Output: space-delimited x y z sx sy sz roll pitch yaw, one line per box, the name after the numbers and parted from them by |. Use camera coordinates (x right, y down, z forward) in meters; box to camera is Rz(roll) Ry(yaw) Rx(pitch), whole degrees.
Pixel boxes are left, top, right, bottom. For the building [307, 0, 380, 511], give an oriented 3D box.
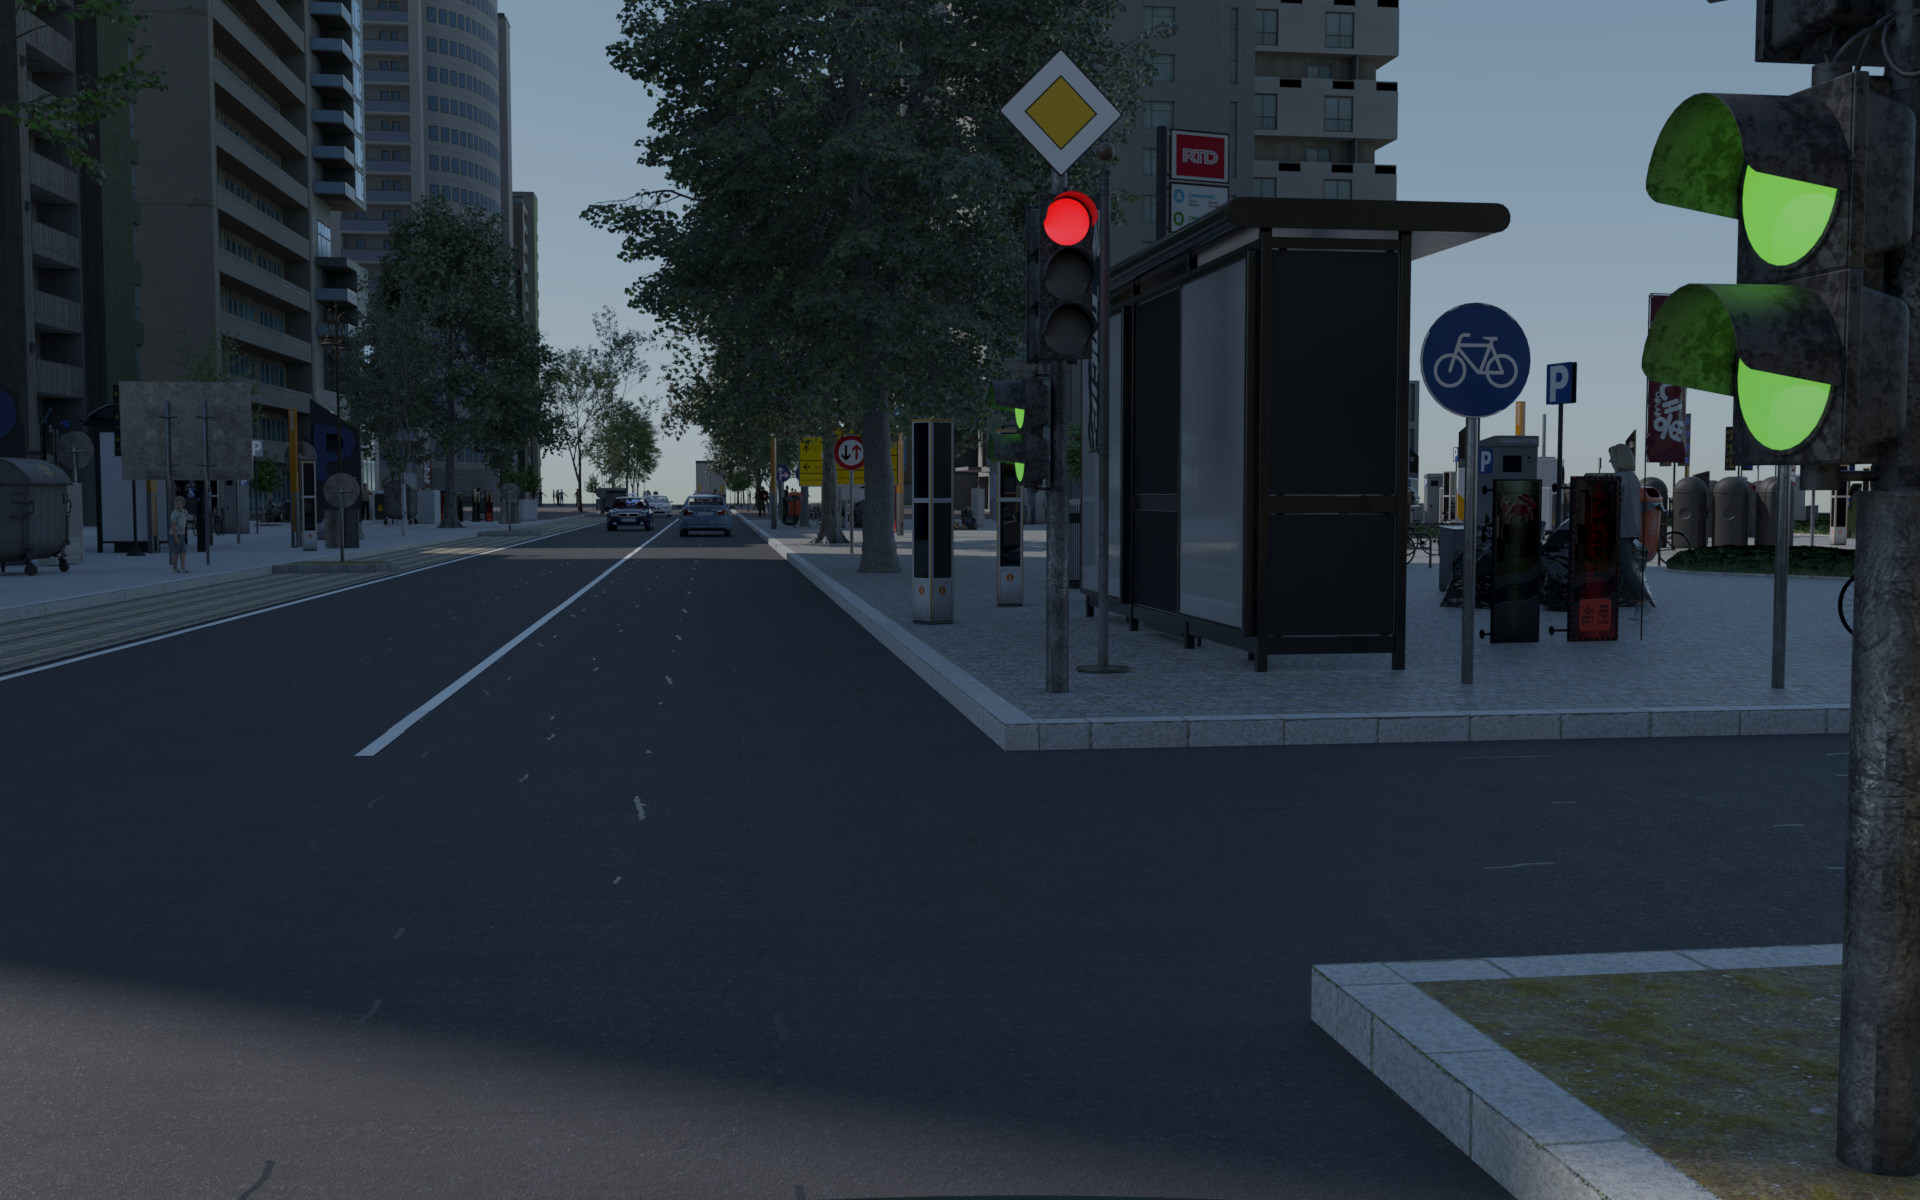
-51.996 -49.102 115.491 22.319 86.520 31.000 -1 4 -8 | building

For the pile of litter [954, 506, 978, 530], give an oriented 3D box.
0.001 -2.936 61.968 1.176 0.858 1.719 3 5 40 | pile of litter

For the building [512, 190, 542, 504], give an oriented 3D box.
-62.868 -33.220 226.744 14.154 41.232 14.086 -1 4 -8 | building

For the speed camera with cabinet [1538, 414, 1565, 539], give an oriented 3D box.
14.288 -2.927 42.194 0.660 3.252 2.038 2 4 27 | speed camera with cabinet

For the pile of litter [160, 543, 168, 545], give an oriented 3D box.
-20.841 -1.856 44.310 1.176 0.858 1.719 -2 4 -24 | pile of litter

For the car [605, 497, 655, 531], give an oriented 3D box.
-13.105 -3.444 68.883 1.945 1.354 3.894 -1 4 -8 | car

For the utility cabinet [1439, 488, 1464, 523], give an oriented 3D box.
17.020 -3.094 59.261 1.173 1.500 0.318 1 4 12 | utility cabinet

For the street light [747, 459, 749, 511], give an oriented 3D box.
-15.753 -9.527 128.550 0.468 5.910 1.993 -1 4 -8 | street light

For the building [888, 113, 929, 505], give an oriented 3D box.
-5.733 -33.923 204.754 14.600 45.320 14.200 -1 4 -8 | building

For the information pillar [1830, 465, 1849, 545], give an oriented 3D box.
22.014 -2.377 43.361 0.304 2.012 0.304 0 4 7 | information pillar

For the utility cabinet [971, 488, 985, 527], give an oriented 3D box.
0.711 -3.624 67.928 0.318 1.500 1.173 -1 4 -11 | utility cabinet

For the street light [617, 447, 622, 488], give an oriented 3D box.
-32.950 -11.932 167.877 0.468 5.910 1.993 -1 4 -8 | street light

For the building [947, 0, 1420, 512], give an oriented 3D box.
14.124 -32.640 122.911 28.713 52.752 27.495 -1 4 -8 | building

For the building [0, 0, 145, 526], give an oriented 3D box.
-40.472 -17.941 65.030 14.160 30.474 14.107 -1 4 -8 | building

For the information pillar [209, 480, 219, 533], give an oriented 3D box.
-24.798 -3.247 57.586 0.304 2.012 0.304 -1 4 -21 | information pillar

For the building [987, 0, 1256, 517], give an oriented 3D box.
8.398 -25.507 100.635 14.154 41.232 14.086 -1 4 -8 | building

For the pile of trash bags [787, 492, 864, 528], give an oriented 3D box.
-4.866 -3.428 65.806 3.447 1.369 1.912 0 3 0 | pile of trash bags

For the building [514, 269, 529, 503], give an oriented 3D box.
-61.108 -26.997 213.098 14.160 30.474 14.107 -1 4 -8 | building

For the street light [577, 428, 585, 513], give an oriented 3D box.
-25.895 -8.897 118.249 0.468 5.910 1.993 -1 4 -8 | street light

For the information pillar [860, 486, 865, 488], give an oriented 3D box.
-4.273 -4.432 76.950 0.304 2.012 0.304 1 4 22 | information pillar

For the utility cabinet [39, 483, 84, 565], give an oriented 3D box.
-16.200 -1.379 31.220 0.318 1.500 1.173 0 4 -4 | utility cabinet

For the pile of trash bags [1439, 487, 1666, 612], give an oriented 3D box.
7.241 -0.642 20.241 3.447 1.369 1.912 -3 5 -42 | pile of trash bags

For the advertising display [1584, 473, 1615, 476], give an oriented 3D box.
19.338 -2.880 52.306 0.974 1.923 0.123 2 4 32 | advertising display

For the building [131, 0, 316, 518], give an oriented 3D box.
-47.458 -28.544 90.395 21.300 48.544 21.600 -1 4 -8 | building

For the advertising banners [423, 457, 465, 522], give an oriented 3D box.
-23.707 -5.092 79.434 2.074 3.025 0.090 -3 5 -40 | advertising banners

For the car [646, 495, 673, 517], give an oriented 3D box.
-19.120 -5.918 109.116 2.083 1.381 4.827 -1 4 -9 | car

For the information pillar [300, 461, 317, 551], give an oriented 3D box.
-14.697 -2.115 39.077 0.304 2.012 0.304 -2 4 -27 | information pillar

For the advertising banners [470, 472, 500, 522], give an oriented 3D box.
-21.815 -5.129 80.051 0.090 3.025 2.074 2 4 33 | advertising banners

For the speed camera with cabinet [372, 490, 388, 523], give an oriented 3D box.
-25.240 -5.072 77.263 2.038 3.252 0.660 1 4 23 | speed camera with cabinet

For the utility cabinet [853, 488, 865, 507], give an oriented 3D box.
-3.777 -3.640 68.186 1.173 1.500 0.318 -3 5 -43 | utility cabinet

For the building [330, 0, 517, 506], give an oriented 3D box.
-61.330 -39.630 189.953 21.231 58.520 28.212 -1 4 -8 | building

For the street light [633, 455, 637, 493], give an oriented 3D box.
-37.661 -13.924 200.445 0.468 5.910 1.993 -1 4 -8 | street light

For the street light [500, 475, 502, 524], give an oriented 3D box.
-19.610 -6.186 73.923 0.468 5.910 1.993 -1 4 -8 | street light

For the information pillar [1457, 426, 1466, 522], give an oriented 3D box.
15.795 -3.834 54.047 0.504 3.616 0.183 0 4 6 | information pillar

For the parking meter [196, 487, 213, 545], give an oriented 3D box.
-18.903 -2.136 43.329 0.372 1.533 0.369 0 3 0 | parking meter

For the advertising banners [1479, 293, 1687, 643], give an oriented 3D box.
5.488 -1.151 15.014 2.074 3.025 0.090 -1 4 -13 | advertising banners

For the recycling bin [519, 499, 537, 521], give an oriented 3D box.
-20.397 -4.235 81.801 0.722 1.027 0.722 -2 4 -26 | recycling bin

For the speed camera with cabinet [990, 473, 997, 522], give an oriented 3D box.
2.451 -5.261 80.359 2.038 3.252 0.660 0 4 6 | speed camera with cabinet

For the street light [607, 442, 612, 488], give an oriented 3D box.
-30.606 -10.908 151.132 0.468 5.910 1.993 -1 4 -8 | street light

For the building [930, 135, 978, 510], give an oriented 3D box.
4.269 -22.719 143.156 14.160 30.474 14.107 -1 4 -8 | building

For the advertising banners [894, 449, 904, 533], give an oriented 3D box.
-2.171 -3.740 57.342 0.090 3.025 2.074 -1 4 -18 | advertising banners

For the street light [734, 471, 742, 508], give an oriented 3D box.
-22.983 -12.592 178.667 0.468 5.910 1.993 -1 4 -8 | street light

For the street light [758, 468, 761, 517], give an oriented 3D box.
-11.217 -7.582 96.754 0.468 5.910 1.993 -1 4 -8 | street light

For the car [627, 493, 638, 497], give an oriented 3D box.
-27.322 -8.194 143.567 1.945 1.707 3.694 -1 4 -9 | car

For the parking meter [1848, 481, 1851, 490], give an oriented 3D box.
34.286 -3.752 67.052 0.255 1.863 0.399 3 4 38 | parking meter

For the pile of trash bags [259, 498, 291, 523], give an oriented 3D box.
-30.165 -4.235 78.995 1.912 1.369 3.447 1 4 19 | pile of trash bags

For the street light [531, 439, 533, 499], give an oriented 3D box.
-21.151 -6.898 85.571 0.468 5.910 1.993 -1 4 -8 | street light

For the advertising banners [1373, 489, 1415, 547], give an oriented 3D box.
9.836 -2.674 39.904 2.074 3.025 0.090 -3 5 -41 | advertising banners

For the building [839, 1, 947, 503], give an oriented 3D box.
-7.178 -48.762 235.511 20.563 71.187 20.611 -1 4 -8 | building

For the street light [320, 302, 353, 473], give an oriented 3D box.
-14.972 -4.217 41.730 0.468 5.910 1.993 -1 4 -8 | street light

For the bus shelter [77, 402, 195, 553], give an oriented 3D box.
-18.386 -2.830 40.200 2.014 3.302 5.546 0 4 -8 | bus shelter

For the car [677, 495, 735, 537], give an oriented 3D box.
-8.762 -2.916 59.687 2.014 1.417 4.499 0 4 -8 | car

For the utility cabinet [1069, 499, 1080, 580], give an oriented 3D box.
1.712 -0.872 25.421 0.306 1.237 1.020 1 4 13 | utility cabinet

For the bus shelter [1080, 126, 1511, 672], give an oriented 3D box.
2.310 -2.386 16.644 2.179 5.291 8.768 -1 4 -8 | bus shelter

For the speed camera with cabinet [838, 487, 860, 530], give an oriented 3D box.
-3.372 -4.178 62.651 2.038 3.252 0.660 -1 4 -20 | speed camera with cabinet

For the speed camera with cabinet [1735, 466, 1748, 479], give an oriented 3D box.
40.184 -5.893 90.685 0.660 3.252 2.038 -2 4 -27 | speed camera with cabinet

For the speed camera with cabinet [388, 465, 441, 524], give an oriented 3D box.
-23.664 -4.952 75.299 2.038 3.252 0.660 1 4 11 | speed camera with cabinet

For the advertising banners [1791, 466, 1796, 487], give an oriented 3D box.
30.321 -4.176 64.460 2.074 3.025 0.090 -1 4 -14 | advertising banners

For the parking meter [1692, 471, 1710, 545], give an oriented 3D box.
18.597 -2.314 43.541 0.399 1.863 0.255 0 4 6 | parking meter
